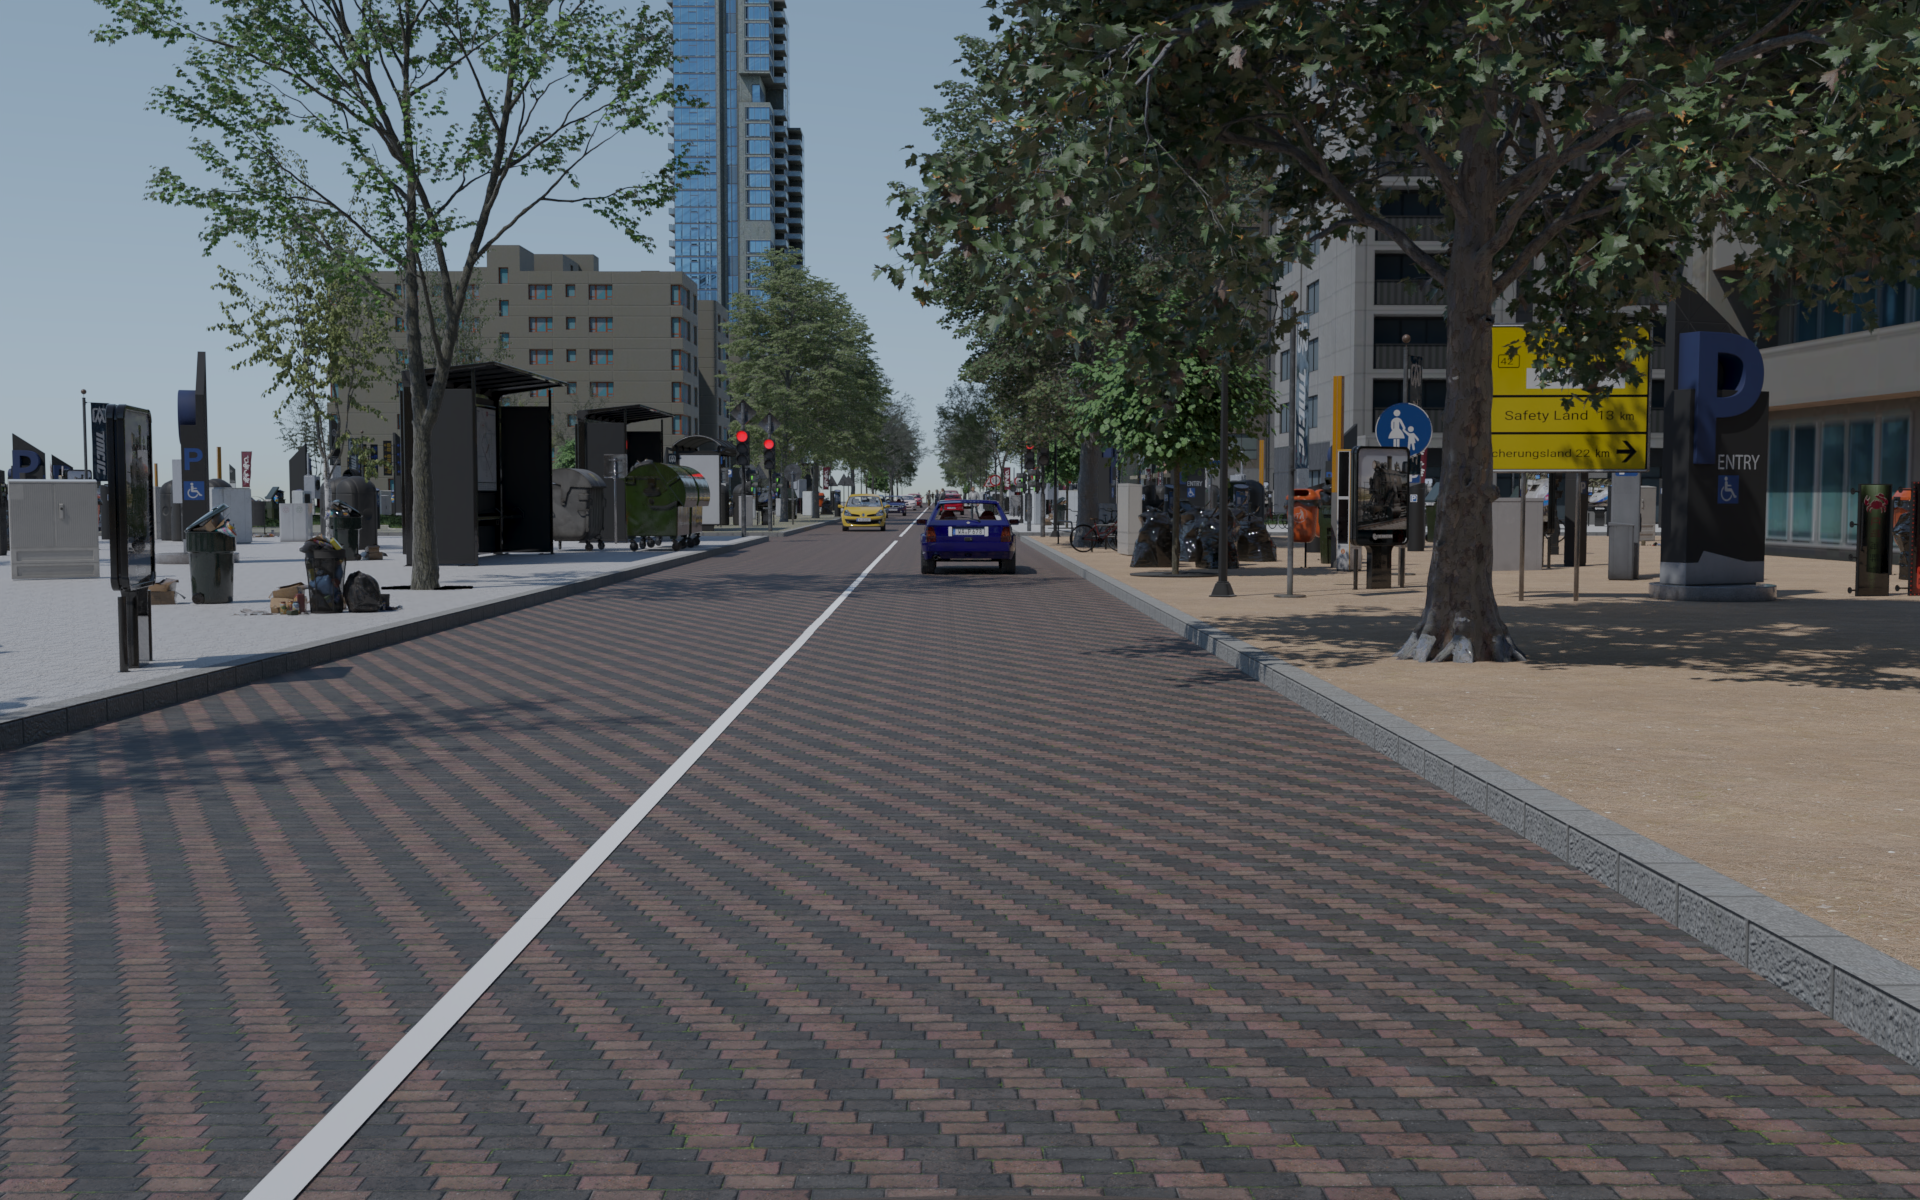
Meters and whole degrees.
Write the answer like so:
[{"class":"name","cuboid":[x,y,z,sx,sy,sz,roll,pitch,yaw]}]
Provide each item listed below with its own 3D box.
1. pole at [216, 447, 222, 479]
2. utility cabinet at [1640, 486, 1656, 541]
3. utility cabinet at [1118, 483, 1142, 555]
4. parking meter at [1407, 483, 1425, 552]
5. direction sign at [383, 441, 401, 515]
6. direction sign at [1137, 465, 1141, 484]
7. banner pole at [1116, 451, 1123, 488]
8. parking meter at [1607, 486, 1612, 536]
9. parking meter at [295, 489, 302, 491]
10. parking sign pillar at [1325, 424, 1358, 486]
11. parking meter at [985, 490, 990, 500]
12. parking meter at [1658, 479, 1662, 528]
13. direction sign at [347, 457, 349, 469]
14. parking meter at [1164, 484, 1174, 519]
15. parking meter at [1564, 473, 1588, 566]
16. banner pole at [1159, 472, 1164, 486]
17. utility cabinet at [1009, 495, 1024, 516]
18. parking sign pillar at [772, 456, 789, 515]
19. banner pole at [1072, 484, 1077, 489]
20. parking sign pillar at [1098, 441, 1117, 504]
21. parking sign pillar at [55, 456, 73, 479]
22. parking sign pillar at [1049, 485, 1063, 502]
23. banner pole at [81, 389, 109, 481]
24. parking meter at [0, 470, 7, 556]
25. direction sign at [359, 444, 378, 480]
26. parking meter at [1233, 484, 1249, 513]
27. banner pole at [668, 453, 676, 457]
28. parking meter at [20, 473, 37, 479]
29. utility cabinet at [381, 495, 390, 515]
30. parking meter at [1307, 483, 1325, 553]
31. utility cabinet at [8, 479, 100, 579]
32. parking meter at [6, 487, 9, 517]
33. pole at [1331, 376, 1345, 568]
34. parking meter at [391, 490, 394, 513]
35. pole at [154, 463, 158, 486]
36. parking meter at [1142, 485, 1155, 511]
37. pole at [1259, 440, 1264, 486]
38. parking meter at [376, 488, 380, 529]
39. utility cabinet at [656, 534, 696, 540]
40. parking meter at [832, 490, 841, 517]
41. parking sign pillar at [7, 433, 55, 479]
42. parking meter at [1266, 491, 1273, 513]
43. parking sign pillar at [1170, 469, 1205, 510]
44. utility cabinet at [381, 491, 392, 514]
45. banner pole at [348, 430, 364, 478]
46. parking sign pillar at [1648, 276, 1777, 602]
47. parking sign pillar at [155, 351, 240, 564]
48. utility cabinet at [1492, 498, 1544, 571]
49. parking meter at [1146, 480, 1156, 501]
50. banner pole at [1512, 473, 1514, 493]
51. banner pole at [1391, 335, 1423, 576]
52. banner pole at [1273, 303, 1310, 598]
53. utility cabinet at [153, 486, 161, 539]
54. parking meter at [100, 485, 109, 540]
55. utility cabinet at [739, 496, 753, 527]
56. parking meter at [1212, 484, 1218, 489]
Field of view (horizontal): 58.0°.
[{"class":"pole","cuboid":[-31.886,-4.939,74.600,0.158,3.312,0.155,0,3,0]},{"class":"utility cabinet","cuboid":[18.316,-2.341,46.947,1.173,1.500,0.318,-2,4,-24]},{"class":"utility cabinet","cuboid":[3.581,-1.697,36.425,0.318,1.500,1.173,0,4,-5]},{"class":"parking meter","cuboid":[10.218,-1.858,38.789,0.372,1.533,0.369,0,3,0]},{"class":"direction sign","cuboid":[-23.988,-4.983,73.464,0.876,3.537,0.379,-2,4,-31]},{"class":"direction sign","cuboid":[13.828,-8.671,133.763,0.379,3.537,0.876,1,4,21]},{"class":"banner pole","cuboid":[8.212,-6.086,89.518,0.863,3.779,0.401,-3,5,-43]},{"class":"parking meter","cuboid":[19.822,-2.697,52.508,0.372,1.533,0.369,0,3,0]},{"class":"parking meter","cuboid":[-34.959,-5.083,91.516,0.372,1.533,0.369,0,3,0]},{"class":"parking sign pillar","cuboid":[14.528,-4.744,66.030,1.447,3.967,1.447,-2,4,-35]},{"class":"parking meter","cuboid":[1.848,-6.648,117.109,0.372,1.533,0.369,0,3,0]},{"class":"parking meter","cuboid":[26.752,-3.671,65.729,0.255,1.863,0.399,-2,4,-33]},{"class":"direction sign","cuboid":[-37.105,-6.976,106.058,0.876,3.537,0.379,1,4,15]},{"class":"parking meter","cuboid":[5.361,-2.170,43.885,0.372,1.533,0.369,0,3,0]},{"class":"parking meter","cuboid":[10.958,-1.534,30.795,0.399,1.863,0.255,-3,5,-40]},{"class":"banner pole","cuboid":[11.830,-6.846,101.941,0.401,3.779,0.863,2,4,30]},{"class":"utility cabinet","cuboid":[3.420,-5.552,101.933,1.020,1.237,0.306,-1,4,-22]},{"class":"parking sign pillar","cuboid":[-11.271,-7.371,108.989,1.447,3.967,1.447,2,4,29]},{"class":"banner pole","cuboid":[7.077,-7.238,108.354,0.863,3.779,0.401,-3,5,-44]},{"class":"parking sign pillar","cuboid":[5.114,-4.388,60.218,1.447,3.967,1.447,1,4,16]},{"class":"parking sign pillar","cuboid":[-60.656,-7.871,117.158,1.447,3.967,1.447,-2,4,-35]},{"class":"parking sign pillar","cuboid":[6.338,-7.693,114.253,1.447,3.967,1.447,-1,4,-16]},{"class":"banner pole","cuboid":[-20.757,-3.153,41.571,0.401,3.779,0.863,2,4,32]},{"class":"parking meter","cuboid":[-20.043,-1.852,35.985,0.399,1.863,0.255,0,4,-3]},{"class":"direction sign","cuboid":[-26.793,-5.293,78.544,0.876,3.537,0.379,-3,5,-45]},{"class":"parking meter","cuboid":[6.841,-2.064,42.161,0.372,1.533,0.369,0,3,0]},{"class":"banner pole","cuboid":[-15.387,-6.339,93.665,0.863,3.779,0.401,-2,4,-32]},{"class":"parking meter","cuboid":[-25.568,-2.562,47.596,0.255,1.863,0.399,2,4,26]},{"class":"utility cabinet","cuboid":[-31.602,-5.109,94.701,0.306,1.237,1.020,1,4,17]},{"class":"parking meter","cuboid":[7.791,-1.805,37.929,0.372,1.533,0.369,0,3,0]},{"class":"utility cabinet","cuboid":[-13.622,-1.062,26.047,1.173,1.500,0.318,-2,4,-31]},{"class":"parking meter","cuboid":[-27.726,-2.570,50.427,0.372,1.533,0.369,0,3,0]},{"class":"pole","cuboid":[6.537,-2.210,29.971,0.158,3.312,0.155,0,3,0]},{"class":"parking meter","cuboid":[-30.837,-5.266,94.511,0.372,1.533,0.369,0,3,0]},{"class":"pole","cuboid":[-53.218,-7.393,114.717,0.158,3.312,0.155,0,3,0]},{"class":"parking meter","cuboid":[5.299,-2.469,48.783,0.372,1.533,0.369,0,3,0]},{"class":"pole","cuboid":[11.405,-4.382,65.492,0.158,3.312,0.155,0,3,0]},{"class":"parking meter","cuboid":[-21.414,-3.361,63.355,0.372,1.533,0.369,0,3,0]},{"class":"utility cabinet","cuboid":[-7.855,-2.393,47.808,0.318,1.500,1.173,3,5,41]},{"class":"parking meter","cuboid":[-6.886,-5.449,97.495,0.372,1.533,0.369,0,3,0]},{"class":"parking sign pillar","cuboid":[-41.240,-5.396,76.697,1.447,3.967,1.447,-1,4,-11]},{"class":"parking meter","cuboid":[18.025,-5.651,100.798,0.372,1.533,0.369,0,3,0]},{"class":"parking sign pillar","cuboid":[8.455,-4.635,64.249,1.447,3.967,1.447,-2,4,-29]},{"class":"utility cabinet","cuboid":[-35.564,-6.036,107.373,0.318,1.500,1.173,3,5,39]},{"class":"banner pole","cuboid":[-23.583,-4.759,67.822,0.401,3.779,0.863,3,4,37]},{"class":"parking sign pillar","cuboid":[9.220,-1.997,21.123,1.447,3.967,1.447,-2,4,-24]},{"class":"parking sign pillar","cuboid":[-14.207,-2.672,32.161,1.447,3.967,1.447,-1,4,-21]},{"class":"utility cabinet","cuboid":[9.273,-1.096,29.085,1.020,1.237,0.306,-1,4,-17]},{"class":"parking meter","cuboid":[8.133,-4.164,73.791,0.399,1.863,0.255,-2,4,-25]},{"class":"banner pole","cuboid":[22.529,-4.926,70.563,0.401,3.779,0.863,1,4,20]},{"class":"banner pole","cuboid":[7.151,-2.291,27.478,0.401,3.779,0.863,3,4,38]},{"class":"banner pole","cuboid":[4.129,-1.906,21.187,0.401,3.779,0.863,0,4,-7]},{"class":"utility cabinet","cuboid":[-22.957,-2.475,49.141,1.173,1.500,0.318,3,4,38]},{"class":"parking meter","cuboid":[-23.973,-2.466,48.732,0.372,1.533,0.369,0,3,0]},{"class":"utility cabinet","cuboid":[-8.460,-3.498,68.360,0.306,1.237,1.020,-1,4,-23]},{"class":"parking meter","cuboid":[14.800,-5.804,100.612,0.399,1.863,0.255,1,4,23]}]
